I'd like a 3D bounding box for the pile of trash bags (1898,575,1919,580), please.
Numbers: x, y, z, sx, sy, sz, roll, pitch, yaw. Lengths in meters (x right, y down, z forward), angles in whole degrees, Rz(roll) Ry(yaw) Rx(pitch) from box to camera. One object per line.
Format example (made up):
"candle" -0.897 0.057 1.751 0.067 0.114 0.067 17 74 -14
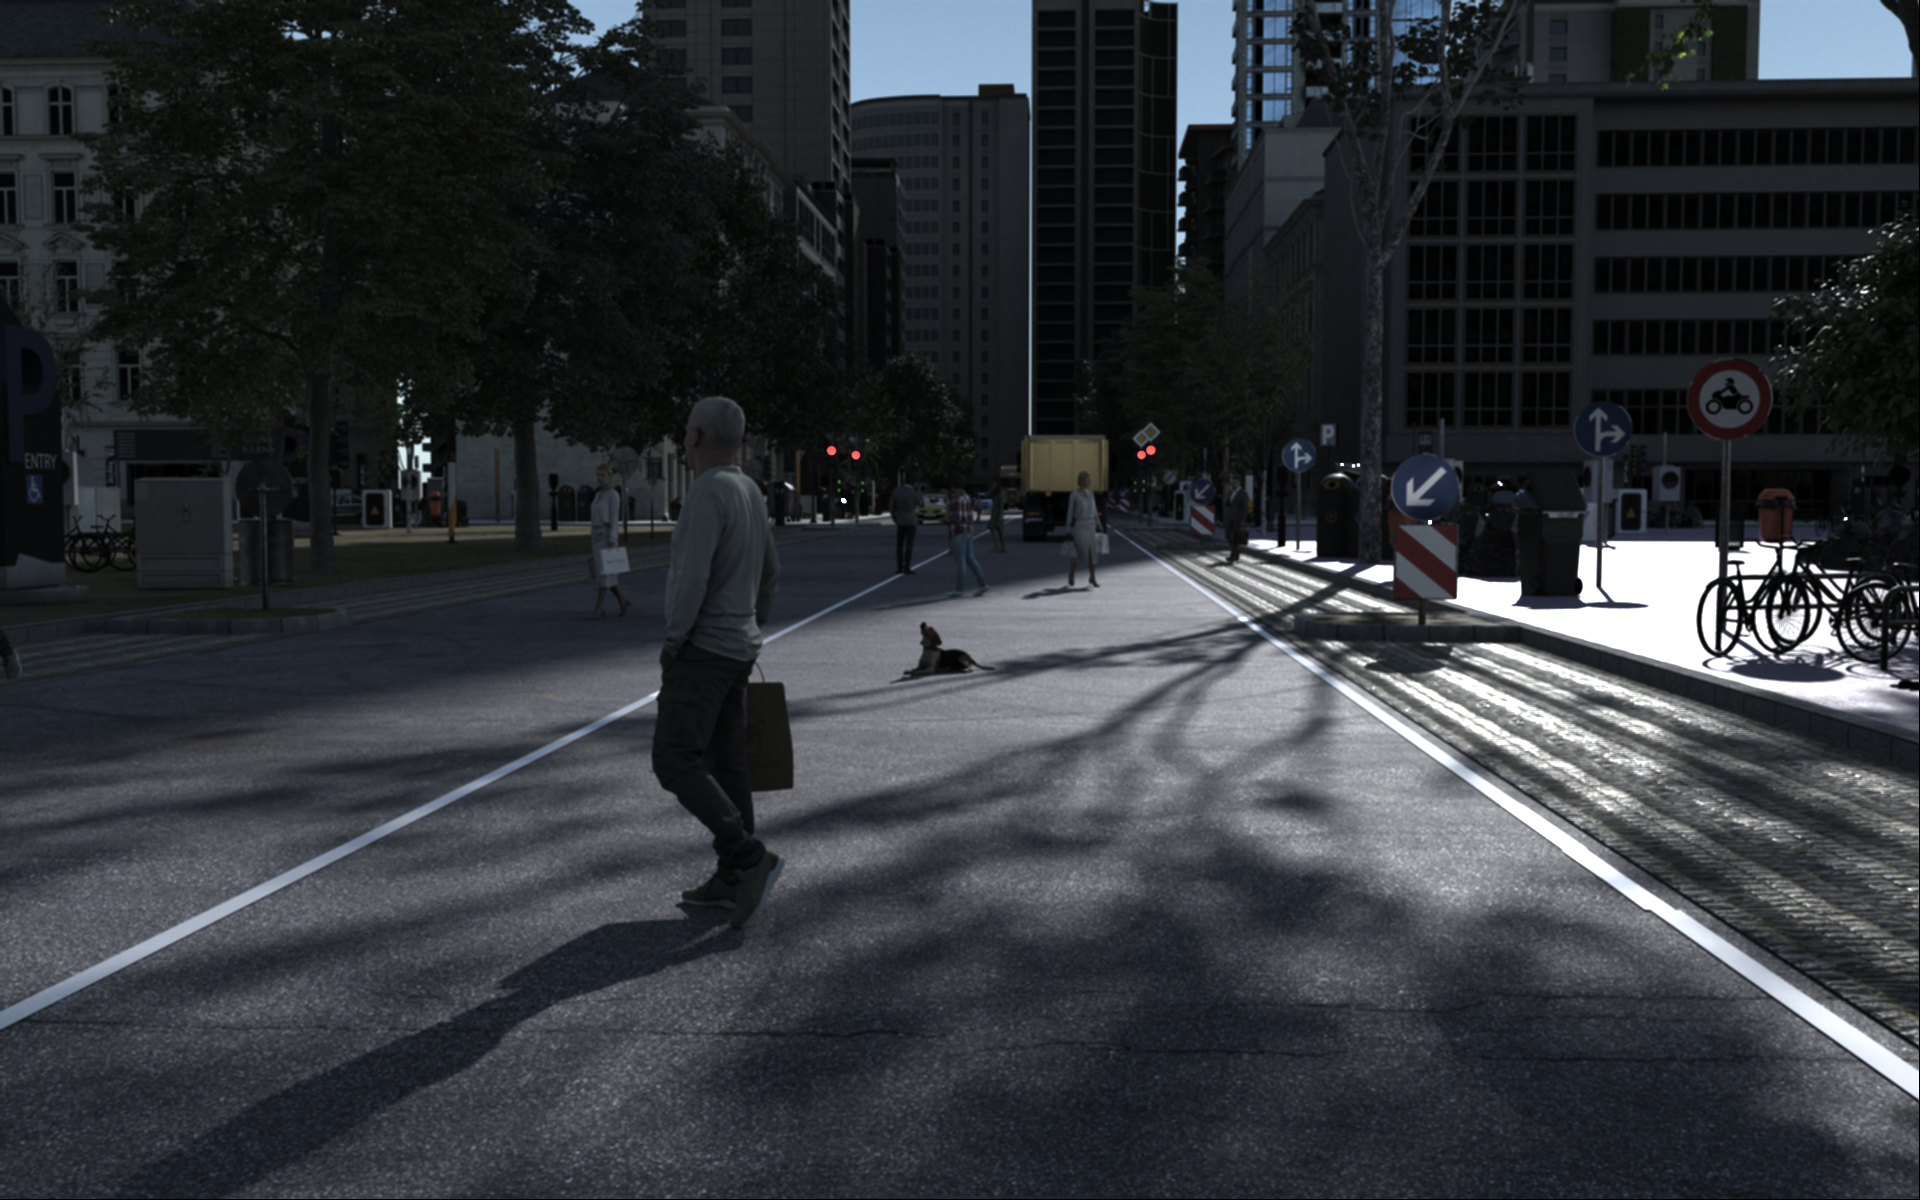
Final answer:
"pile of trash bags" 15.754 -0.977 25.734 3.447 1.369 1.912 0 4 -4

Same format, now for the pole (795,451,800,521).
"pole" -7.590 -5.334 81.059 0.158 3.312 0.155 0 3 0

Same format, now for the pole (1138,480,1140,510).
"pole" 14.126 -8.700 136.084 0.158 3.312 0.155 0 3 0

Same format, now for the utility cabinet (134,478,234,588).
"utility cabinet" -10.438 -0.894 23.294 1.173 1.500 0.318 0 4 -2

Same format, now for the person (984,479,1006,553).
"person" 0.933 -2.052 42.301 0.529 1.795 0.600 -2 4 -34

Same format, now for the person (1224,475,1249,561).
"person" 5.870 -1.731 36.760 0.622 1.834 0.822 3 5 40

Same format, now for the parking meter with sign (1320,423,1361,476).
"parking meter with sign" 9.840 -2.885 43.425 1.738 3.016 0.543 -2 4 -33

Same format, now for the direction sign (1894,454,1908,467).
"direction sign" 41.330 -5.147 76.154 0.379 3.537 0.876 0 4 -5

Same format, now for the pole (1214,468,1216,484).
"pole" 19.810 -8.610 134.623 0.158 3.312 0.155 0 3 0

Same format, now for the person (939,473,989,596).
"person" 0.054 -0.919 24.362 0.643 1.720 0.563 2 4 23

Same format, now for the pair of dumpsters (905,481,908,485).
"pair of dumpsters" -4.387 -7.747 129.156 1.574 2.255 4.437 0 4 3

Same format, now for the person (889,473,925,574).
"person" -0.958 -1.368 31.043 0.592 1.802 0.473 2 4 33

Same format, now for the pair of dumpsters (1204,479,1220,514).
"pair of dumpsters" 12.820 -5.449 91.584 1.574 2.255 4.437 0 4 3

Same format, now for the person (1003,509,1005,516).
"person" 2.815 -6.284 115.516 0.394 1.301 0.425 0 4 8

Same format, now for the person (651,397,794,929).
"person" -0.780 0.179 6.055 0.515 1.767 0.782 1 4 13

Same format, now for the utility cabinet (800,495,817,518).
"utility cabinet" -8.097 -4.946 92.024 1.020 1.237 0.306 2 4 31

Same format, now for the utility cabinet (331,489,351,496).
"utility cabinet" -27.871 -4.216 77.603 1.173 1.500 0.318 0 4 8

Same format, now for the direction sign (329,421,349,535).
"direction sign" -19.401 -3.774 53.704 0.876 3.537 0.379 -1 4 -12

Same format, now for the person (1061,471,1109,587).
"person" 1.931 -1.102 26.873 0.694 1.780 0.624 -1 4 -16

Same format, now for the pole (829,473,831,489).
"pole" -9.273 -7.971 124.164 0.158 3.312 0.155 0 3 0

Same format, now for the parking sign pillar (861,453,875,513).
"parking sign pillar" -6.086 -7.667 113.834 1.447 3.967 1.447 1 4 21

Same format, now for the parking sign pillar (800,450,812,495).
"parking sign pillar" -9.512 -7.216 106.452 1.447 3.967 1.447 -2 4 -28

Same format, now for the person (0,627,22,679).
"person" -7.693 -0.267 13.345 0.782 1.767 0.515 2 4 26

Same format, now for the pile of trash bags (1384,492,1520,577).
"pile of trash bags" 7.873 -1.073 27.289 3.447 1.369 1.912 -3 5 -40

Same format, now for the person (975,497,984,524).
"person" 0.932 -4.337 83.679 0.475 1.303 0.640 -3 5 -40

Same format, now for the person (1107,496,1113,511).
"person" 11.425 -7.523 131.685 0.537 1.800 0.526 3 4 36

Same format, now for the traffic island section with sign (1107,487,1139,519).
"traffic island section with sign" 9.359 -5.595 100.099 1.989 1.847 2.006 0 4 3

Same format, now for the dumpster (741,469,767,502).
"dumpster" -8.120 -3.812 64.818 1.502 2.255 1.985 0 4 4

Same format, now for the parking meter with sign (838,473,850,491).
"parking meter with sign" -9.304 -9.113 145.253 1.738 3.016 0.543 -2 4 -29

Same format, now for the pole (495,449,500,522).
"pole" -21.030 -5.194 78.757 0.158 3.312 0.155 0 3 0

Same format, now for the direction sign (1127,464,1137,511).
"direction sign" 13.101 -8.551 131.813 0.876 3.537 0.379 -1 4 -19

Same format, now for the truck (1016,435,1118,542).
"truck" 3.404 -3.648 55.576 3.469 3.379 9.791 0 4 4

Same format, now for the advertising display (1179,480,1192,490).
"advertising display" 10.162 -4.441 77.826 0.123 1.923 0.974 -2 4 -29

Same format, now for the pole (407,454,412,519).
"pole" -28.182 -5.801 88.681 0.158 3.312 0.155 0 3 0

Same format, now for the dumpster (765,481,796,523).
"dumpster" -8.195 -4.460 78.682 1.264 1.857 1.865 0 4 3

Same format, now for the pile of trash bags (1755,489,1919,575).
"pile of trash bags" 15.212 -1.194 29.282 3.447 1.369 1.912 0 4 1

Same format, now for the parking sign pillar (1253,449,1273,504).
"parking sign pillar" 17.728 -6.937 101.898 1.447 3.967 1.447 -2 4 -25

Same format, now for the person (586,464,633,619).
"person" -4.039 -0.680 19.975 0.624 1.780 0.694 -2 4 -28

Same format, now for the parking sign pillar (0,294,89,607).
"parking sign pillar" -11.083 -1.948 20.320 1.447 3.967 1.447 0 4 1

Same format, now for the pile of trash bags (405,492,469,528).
"pile of trash bags" -20.013 -3.493 66.861 1.912 1.369 3.447 -1 4 -8

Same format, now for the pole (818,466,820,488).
"pole" -10.349 -8.158 127.231 0.158 3.312 0.155 0 3 0

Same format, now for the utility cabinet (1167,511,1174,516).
"utility cabinet" 12.550 -5.538 101.716 0.306 1.237 1.020 2 4 35

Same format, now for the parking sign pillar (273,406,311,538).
"parking sign pillar" -19.531 -3.824 50.987 1.447 3.967 1.447 1 4 13

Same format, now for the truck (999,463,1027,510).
"truck" 4.814 -10.334 157.870 2.839 4.237 11.283 0 4 3

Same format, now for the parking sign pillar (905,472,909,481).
"parking sign pillar" -4.409 -9.616 145.700 1.447 3.967 1.447 1 4 12

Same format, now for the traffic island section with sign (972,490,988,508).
"traffic island section with sign" 1.806 -10.376 178.269 1.989 1.847 2.006 0 4 3

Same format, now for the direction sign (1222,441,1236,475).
"direction sign" 11.575 -5.049 74.547 0.379 3.537 0.876 -2 4 -30

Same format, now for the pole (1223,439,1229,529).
"pole" 9.844 -4.296 64.088 0.158 3.312 0.155 0 3 0

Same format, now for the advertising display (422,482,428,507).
"advertising display" -29.600 -5.567 96.236 0.123 1.923 0.974 0 4 7

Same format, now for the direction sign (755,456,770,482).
"direction sign" -11.761 -6.808 103.311 0.876 3.537 0.379 -1 4 -21

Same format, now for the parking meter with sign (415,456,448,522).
"parking meter with sign" -23.928 -5.065 79.070 1.738 3.016 0.543 0 4 -7

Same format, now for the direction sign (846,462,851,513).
"direction sign" -7.602 -7.712 118.095 0.379 3.537 0.876 1 4 10

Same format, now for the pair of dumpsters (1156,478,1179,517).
"pair of dumpsters" 11.846 -5.768 96.799 1.574 2.255 4.437 0 4 3

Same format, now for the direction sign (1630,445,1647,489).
"direction sign" 31.438 -5.403 80.330 0.876 3.537 0.379 -1 4 -19

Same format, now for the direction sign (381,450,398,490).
"direction sign" -29.461 -5.963 89.498 0.876 3.537 0.379 0 4 3

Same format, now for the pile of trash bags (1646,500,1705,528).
"pile of trash bags" 26.285 -3.415 65.596 3.447 1.369 1.912 -1 4 -16
